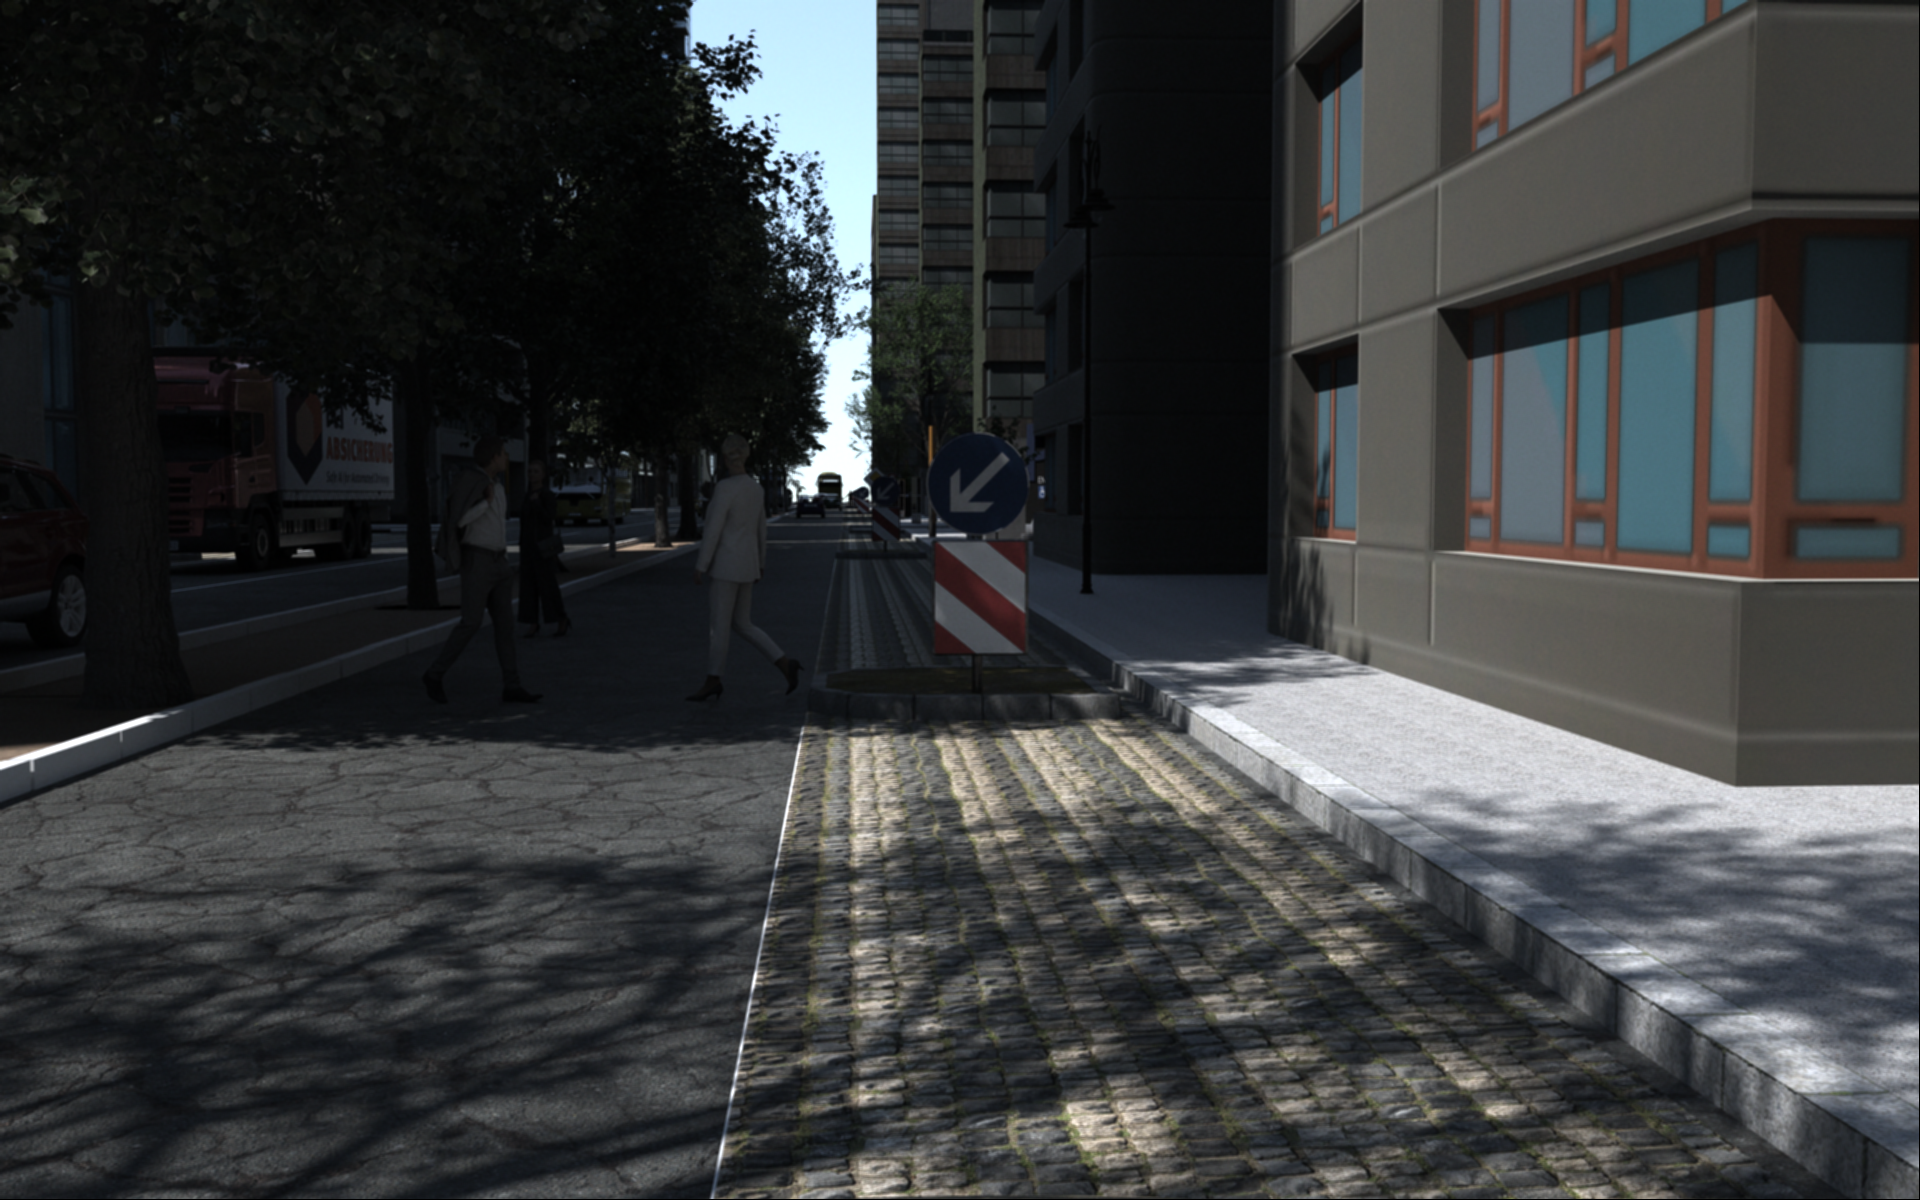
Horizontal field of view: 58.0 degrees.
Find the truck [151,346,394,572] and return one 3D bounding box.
[{"bbox_3d":[-14.202,-2.825,35.111,2.839,4.237,11.283,0,4,-3],"label":"truck"}]

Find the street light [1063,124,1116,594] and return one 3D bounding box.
[{"bbox_3d":[1.639,-3.022,22.196,0.468,5.910,1.993,0,4,-4],"label":"street light"}]

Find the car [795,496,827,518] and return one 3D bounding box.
[{"bbox_3d":[-8.936,-5.573,103.703,1.945,1.354,3.894,0,4,-5],"label":"car"}]

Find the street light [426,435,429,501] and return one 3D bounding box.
[{"bbox_3d":[-21.705,-5.981,70.569,0.468,5.910,1.993,0,4,-4],"label":"street light"}]

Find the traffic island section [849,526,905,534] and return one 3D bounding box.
[{"bbox_3d":[-3.051,-2.516,63.411,2.009,0.180,2.903,0,4,-4],"label":"traffic island section"}]

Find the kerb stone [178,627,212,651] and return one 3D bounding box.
[{"bbox_3d":[-7.139,0.384,15.914,0.120,0.150,1.000,0,4,-4],"label":"kerb stone"}]

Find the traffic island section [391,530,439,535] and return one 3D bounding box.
[{"bbox_3d":[-19.109,-2.453,62.380,2.009,0.180,2.903,0,4,-4],"label":"traffic island section"}]

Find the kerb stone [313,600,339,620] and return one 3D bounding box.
[{"bbox_3d":[-7.407,0.138,19.998,0.120,0.150,1.000,0,4,-4],"label":"kerb stone"}]

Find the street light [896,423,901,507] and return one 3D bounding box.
[{"bbox_3d":[-3.801,-8.152,106.075,0.468,5.910,1.993,0,4,-4],"label":"street light"}]

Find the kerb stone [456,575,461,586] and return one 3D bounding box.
[{"bbox_3d":[-7.864,-0.303,27.152,0.120,0.150,1.000,0,4,-4],"label":"kerb stone"}]

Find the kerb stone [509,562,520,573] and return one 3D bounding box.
[{"bbox_3d":[-8.195,-0.616,32.263,0.120,0.150,1.000,0,4,-4],"label":"kerb stone"}]

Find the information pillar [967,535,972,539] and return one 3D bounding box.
[{"bbox_3d":[0.367,-2.465,44.787,0.304,2.012,0.304,2,4,28],"label":"information pillar"}]

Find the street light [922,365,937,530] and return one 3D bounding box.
[{"bbox_3d":[-1.079,-5.465,62.141,0.468,5.910,1.993,0,4,-4],"label":"street light"}]

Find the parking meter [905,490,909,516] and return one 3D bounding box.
[{"bbox_3d":[-3.132,-5.646,100.726,0.372,1.533,0.369,0,3,0],"label":"parking meter"}]

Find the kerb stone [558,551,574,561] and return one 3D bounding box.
[{"bbox_3d":[-8.524,-0.928,37.383,0.120,0.150,1.000,0,4,-4],"label":"kerb stone"}]

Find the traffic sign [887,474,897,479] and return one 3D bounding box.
[{"bbox_3d":[-4.210,-6.555,107.273,0.768,2.556,0.104,0,4,-1],"label":"traffic sign"}]

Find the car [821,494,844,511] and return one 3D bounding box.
[{"bbox_3d":[-11.130,-8.460,150.126,2.131,1.459,4.920,0,4,-4],"label":"car"}]

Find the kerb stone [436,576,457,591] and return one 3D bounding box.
[{"bbox_3d":[-7.796,-0.238,26.132,0.120,0.150,1.000,0,4,-4],"label":"kerb stone"}]

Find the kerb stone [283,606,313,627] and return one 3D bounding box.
[{"bbox_3d":[-7.335,0.198,18.979,0.120,0.150,1.000,0,4,-4],"label":"kerb stone"}]

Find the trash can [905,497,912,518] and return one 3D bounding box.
[{"bbox_3d":[-2.932,-5.041,94.076,0.748,1.137,0.748,0,3,0],"label":"trash can"}]

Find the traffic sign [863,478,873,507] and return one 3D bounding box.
[{"bbox_3d":[-3.590,-4.138,71.301,0.795,2.450,0.064,0,4,-4],"label":"traffic sign"}]

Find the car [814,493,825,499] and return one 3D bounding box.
[{"bbox_3d":[-13.180,-9.507,164.486,2.155,1.783,4.494,0,4,-5],"label":"car"}]

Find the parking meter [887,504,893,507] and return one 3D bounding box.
[{"bbox_3d":[-4.311,-5.974,106.081,0.372,1.533,0.369,0,3,0],"label":"parking meter"}]

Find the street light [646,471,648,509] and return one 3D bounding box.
[{"bbox_3d":[-26.547,-10.639,146.729,0.468,5.910,1.993,0,4,-4],"label":"street light"}]

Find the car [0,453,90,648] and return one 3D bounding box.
[{"bbox_3d":[-9.237,-0.366,14.665,2.281,1.827,5.304,0,4,-3],"label":"car"}]

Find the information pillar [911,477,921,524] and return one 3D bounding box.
[{"bbox_3d":[-1.882,-4.287,74.579,0.304,2.012,0.304,3,5,39],"label":"information pillar"}]

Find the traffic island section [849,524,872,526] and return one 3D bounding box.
[{"bbox_3d":[-3.567,-3.003,71.379,2.009,0.180,2.903,0,4,-4],"label":"traffic island section"}]

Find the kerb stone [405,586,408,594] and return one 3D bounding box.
[{"bbox_3d":[-7.665,-0.116,24.086,0.120,0.150,1.000,0,4,-4],"label":"kerb stone"}]

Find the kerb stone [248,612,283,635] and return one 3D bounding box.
[{"bbox_3d":[-7.268,0.259,17.958,0.120,0.150,1.000,0,4,-4],"label":"kerb stone"}]

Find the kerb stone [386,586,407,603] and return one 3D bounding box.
[{"bbox_3d":[-7.591,-0.045,23.067,0.120,0.150,1.000,0,4,-4],"label":"kerb stone"}]

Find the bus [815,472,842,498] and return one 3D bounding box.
[{"bbox_3d":[-14.588,-12.309,192.798,2.896,3.916,12.252,0,4,-5],"label":"bus"}]

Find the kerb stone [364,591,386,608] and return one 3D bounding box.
[{"bbox_3d":[-7.529,0.014,22.041,0.120,0.150,1.000,0,4,-4],"label":"kerb stone"}]

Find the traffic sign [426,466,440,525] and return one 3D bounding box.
[{"bbox_3d":[-19.086,-3.589,62.320,0.795,2.450,0.064,0,4,-4],"label":"traffic sign"}]

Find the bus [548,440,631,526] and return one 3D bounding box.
[{"bbox_3d":[-17.173,-5.443,80.539,2.896,3.916,12.252,0,4,-5],"label":"bus"}]

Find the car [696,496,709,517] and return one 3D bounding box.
[{"bbox_3d":[-15.936,-6.199,111.584,2.015,1.641,3.980,0,4,-3],"label":"car"}]

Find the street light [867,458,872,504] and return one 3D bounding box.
[{"bbox_3d":[-11.341,-15.263,222.336,0.468,5.910,1.993,0,4,-4],"label":"street light"}]

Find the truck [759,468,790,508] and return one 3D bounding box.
[{"bbox_3d":[-19.932,-12.051,186.791,2.967,4.110,18.799,0,4,-3],"label":"truck"}]

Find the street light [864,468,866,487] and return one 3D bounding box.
[{"bbox_3d":[-13.964,-17.814,264.047,0.468,5.910,1.993,0,4,-4],"label":"street light"}]

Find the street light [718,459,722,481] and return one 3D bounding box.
[{"bbox_3d":[-31.999,-15.766,230.555,0.468,5.910,1.993,0,4,-4],"label":"street light"}]

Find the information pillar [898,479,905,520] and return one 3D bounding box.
[{"bbox_3d":[-2.939,-5.046,86.996,0.304,2.012,0.304,0,4,-6],"label":"information pillar"}]

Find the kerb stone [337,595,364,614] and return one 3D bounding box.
[{"bbox_3d":[-7.464,0.072,21.019,0.120,0.150,1.000,0,4,-4],"label":"kerb stone"}]

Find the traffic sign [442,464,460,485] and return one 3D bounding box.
[{"bbox_3d":[-21.483,-4.462,73.056,0.768,2.556,0.104,0,4,5],"label":"traffic sign"}]

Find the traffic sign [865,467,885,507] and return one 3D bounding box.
[{"bbox_3d":[-3.074,-3.651,63.332,0.795,2.450,0.064,0,4,-4],"label":"traffic sign"}]

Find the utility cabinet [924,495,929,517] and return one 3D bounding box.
[{"bbox_3d":[-1.849,-5.294,97.721,0.306,1.237,1.020,0,4,3],"label":"utility cabinet"}]

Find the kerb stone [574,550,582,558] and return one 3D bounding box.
[{"bbox_3d":[-8.587,-0.992,38.409,0.120,0.150,1.000,0,4,-4],"label":"kerb stone"}]

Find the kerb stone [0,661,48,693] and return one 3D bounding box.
[{"bbox_3d":[-6.935,0.572,12.848,0.120,0.150,1.000,0,4,-4],"label":"kerb stone"}]

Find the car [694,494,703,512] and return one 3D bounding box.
[{"bbox_3d":[-20.567,-7.994,140.931,2.015,1.641,3.980,0,4,-2],"label":"car"}]

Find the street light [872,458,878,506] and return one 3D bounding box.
[{"bbox_3d":[-8.663,-12.781,181.757,0.468,5.910,1.993,0,4,-4],"label":"street light"}]

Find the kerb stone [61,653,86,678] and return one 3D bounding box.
[{"bbox_3d":[-7.010,0.509,13.874,0.120,0.150,1.000,0,4,-4],"label":"kerb stone"}]

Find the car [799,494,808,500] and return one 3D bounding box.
[{"bbox_3d":[-26.139,-16.998,289.912,2.014,1.417,4.499,0,4,-5],"label":"car"}]

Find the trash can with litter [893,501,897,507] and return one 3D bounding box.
[{"bbox_3d":[-4.462,-6.897,124.150,0.624,1.170,1.055,-2,4,-24],"label":"trash can with litter"}]

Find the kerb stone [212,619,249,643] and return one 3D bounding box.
[{"bbox_3d":[-7.208,0.324,16.934,0.120,0.150,1.000,0,4,-4],"label":"kerb stone"}]
